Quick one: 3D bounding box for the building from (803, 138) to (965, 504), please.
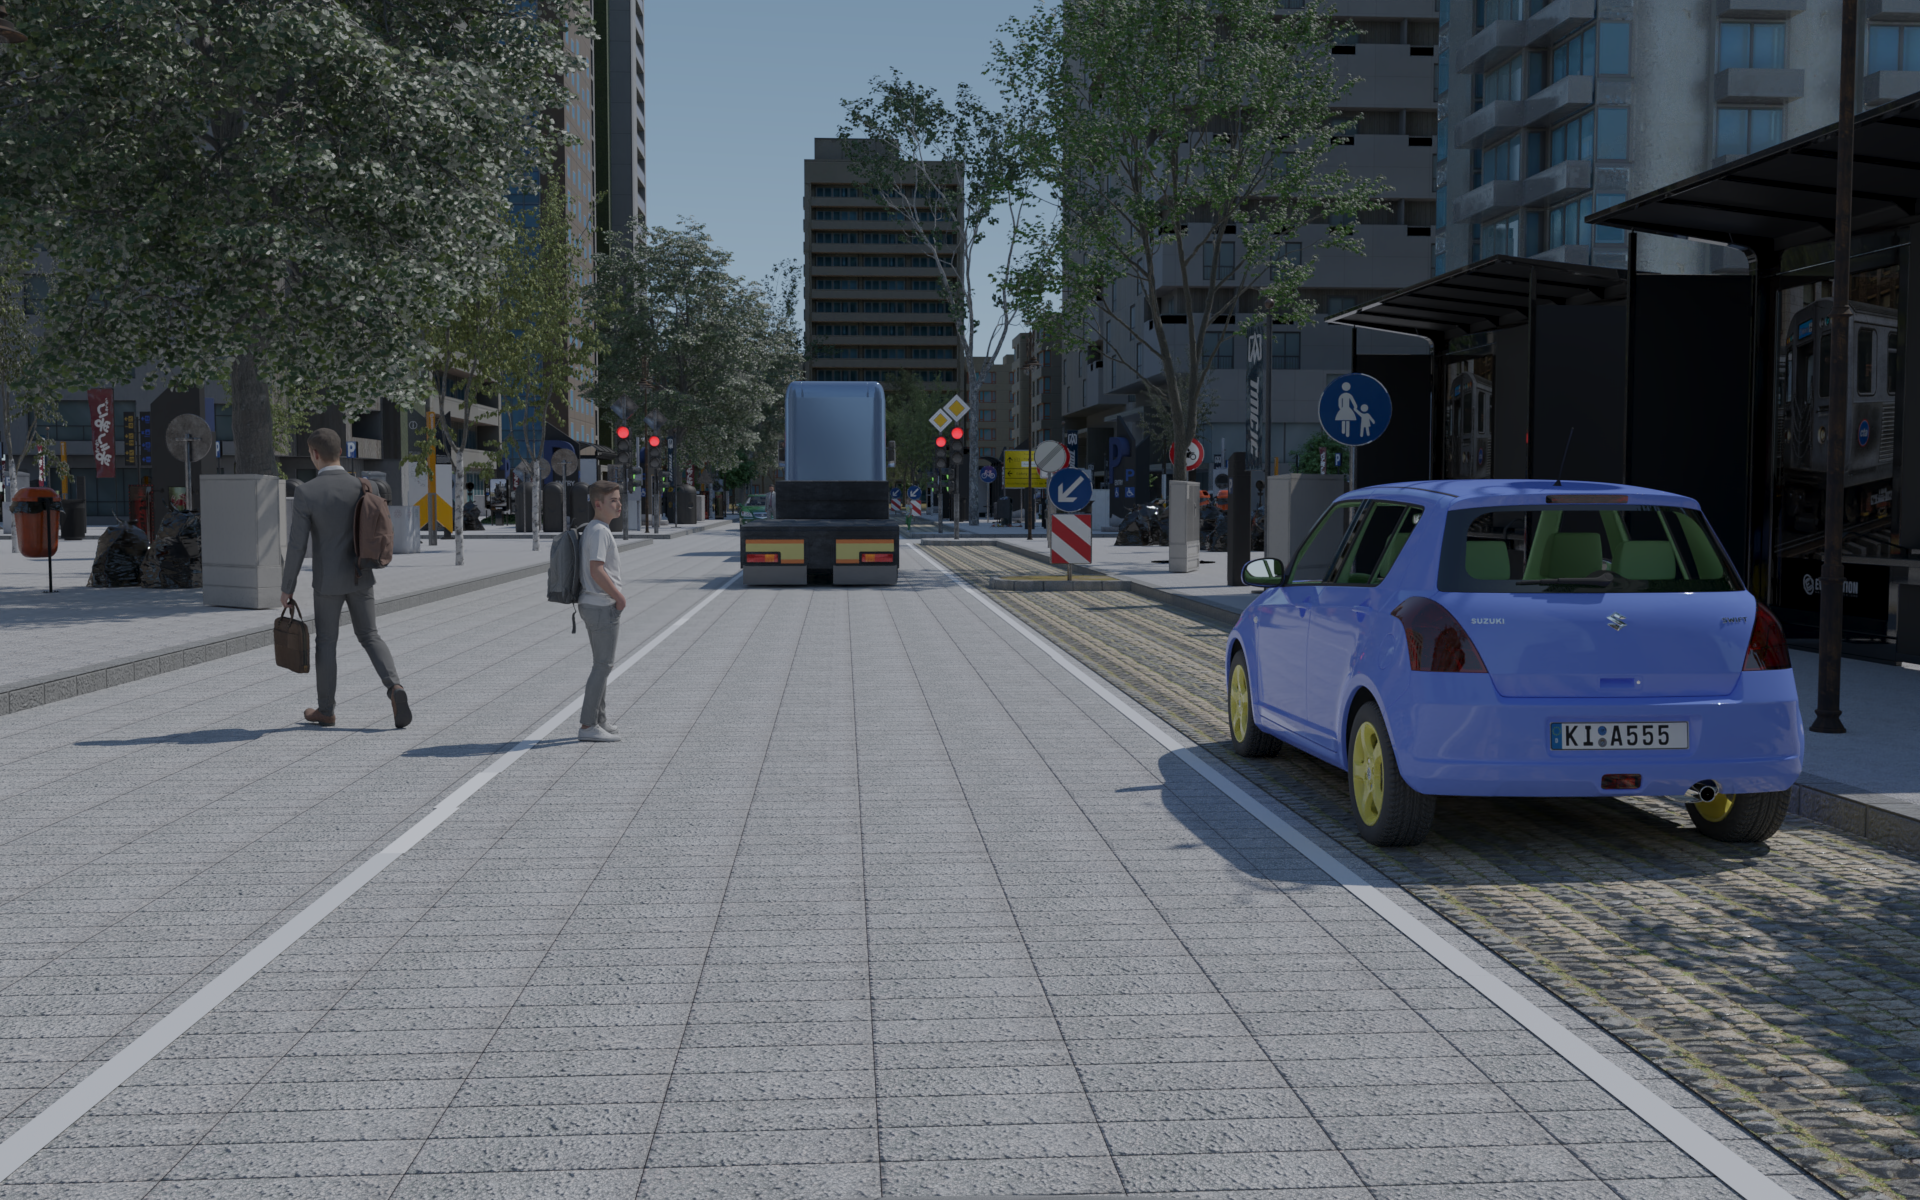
[{"bbox_3d":[-10.644,-37.631,238.974,21.600,48.544,21.300,0,4,-4],"label":"building"}]

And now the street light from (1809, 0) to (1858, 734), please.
[{"bbox_3d":[4.689,-2.226,9.179,0.468,5.910,1.993,0,4,-4],"label":"street light"}]

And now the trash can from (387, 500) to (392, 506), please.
[{"bbox_3d":[-13.383,-1.711,39.633,0.748,1.137,0.748,0,3,0],"label":"trash can"}]

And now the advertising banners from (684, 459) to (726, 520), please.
[{"bbox_3d":[-12.840,-5.562,87.122,2.074,3.025,0.090,0,4,1],"label":"advertising banners"}]

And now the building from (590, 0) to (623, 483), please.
[{"bbox_3d":[-41.048,-43.724,153.135,20.563,71.187,20.611,0,4,-4],"label":"building"}]

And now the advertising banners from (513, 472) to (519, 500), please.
[{"bbox_3d":[-32.398,-7.793,123.605,2.074,3.025,0.090,0,4,3],"label":"advertising banners"}]

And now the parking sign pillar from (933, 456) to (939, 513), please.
[{"bbox_3d":[-1.542,-7.898,117.606,1.447,3.967,1.447,1,4,8],"label":"parking sign pillar"}]

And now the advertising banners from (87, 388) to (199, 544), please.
[{"bbox_3d":[-13.396,-1.969,28.388,2.074,3.025,0.090,1,4,15],"label":"advertising banners"}]

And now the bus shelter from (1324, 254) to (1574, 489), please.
[{"bbox_3d":[5.907,-1.765,20.144,1.731,3.624,6.357,0,4,-4],"label":"bus shelter"}]

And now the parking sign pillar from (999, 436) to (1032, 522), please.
[{"bbox_3d":[2.787,-5.643,80.742,1.447,3.967,1.447,2,4,27],"label":"parking sign pillar"}]

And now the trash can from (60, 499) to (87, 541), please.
[{"bbox_3d":[-24.532,-2.215,47.875,0.748,1.137,0.748,0,3,0],"label":"trash can"}]

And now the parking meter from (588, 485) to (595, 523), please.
[{"bbox_3d":[-9.115,-2.135,43.313,0.372,1.533,0.369,0,3,0],"label":"parking meter"}]

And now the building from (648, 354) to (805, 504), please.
[{"bbox_3d":[-36.033,-24.217,240.994,28.899,21.520,27.650,0,4,-4],"label":"building"}]

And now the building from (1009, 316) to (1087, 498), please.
[{"bbox_3d":[20.587,-20.542,180.894,27.650,21.520,28.899,0,4,-4],"label":"building"}]

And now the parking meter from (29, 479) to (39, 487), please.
[{"bbox_3d":[-36.568,-3.831,68.356,0.399,1.863,0.255,0,4,0],"label":"parking meter"}]

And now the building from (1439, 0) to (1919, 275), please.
[{"bbox_3d":[38.455,-28.265,81.749,30.456,49.044,23.786,0,4,-4],"label":"building"}]

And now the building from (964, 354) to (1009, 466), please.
[{"bbox_3d":[14.308,-24.464,245.027,28.899,21.520,27.650,0,4,-4],"label":"building"}]

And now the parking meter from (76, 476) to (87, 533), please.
[{"bbox_3d":[-28.705,-3.112,56.586,0.255,1.863,0.399,-2,4,-28],"label":"parking meter"}]

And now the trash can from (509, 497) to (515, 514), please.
[{"bbox_3d":[-20.503,-4.187,80.106,0.748,1.137,0.748,0,3,0],"label":"trash can"}]

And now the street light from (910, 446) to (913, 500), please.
[{"bbox_3d":[-3.712,-9.710,131.545,0.468,5.910,1.993,0,4,-4],"label":"street light"}]

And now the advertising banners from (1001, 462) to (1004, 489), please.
[{"bbox_3d":[2.927,-6.057,95.213,2.074,3.025,0.090,-3,5,-44],"label":"advertising banners"}]

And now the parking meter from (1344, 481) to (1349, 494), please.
[{"bbox_3d":[6.409,-1.263,29.056,0.372,1.533,0.369,0,3,0],"label":"parking meter"}]

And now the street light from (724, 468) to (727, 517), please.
[{"bbox_3d":[-13.048,-7.541,96.076,0.468,5.910,1.993,0,4,-4],"label":"street light"}]

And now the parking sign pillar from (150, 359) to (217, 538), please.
[{"bbox_3d":[-15.650,-2.842,34.934,1.447,3.967,1.447,1,4,21],"label":"parking sign pillar"}]

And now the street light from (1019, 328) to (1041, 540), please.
[{"bbox_3d":[1.953,-4.618,48.295,0.468,5.910,1.993,0,4,-4],"label":"street light"}]

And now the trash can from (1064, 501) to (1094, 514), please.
[{"bbox_3d":[2.628,-1.642,38.498,0.748,1.137,0.748,0,3,0],"label":"trash can"}]

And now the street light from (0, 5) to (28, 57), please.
[{"bbox_3d":[-7.395,-2.444,12.741,0.468,5.910,1.993,0,4,-4],"label":"street light"}]

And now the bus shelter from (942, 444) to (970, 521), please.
[{"bbox_3d":[-0.200,-5.681,84.162,1.731,3.624,6.357,0,4,-4],"label":"bus shelter"}]

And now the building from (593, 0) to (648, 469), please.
[{"bbox_3d":[-47.176,-39.009,179.803,28.212,58.520,21.231,0,4,-4],"label":"building"}]

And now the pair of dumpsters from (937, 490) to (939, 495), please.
[{"bbox_3d":[-0.501,-6.455,108.037,1.574,2.255,4.437,0,4,-4],"label":"pair of dumpsters"}]

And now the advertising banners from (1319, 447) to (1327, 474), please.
[{"bbox_3d":[13.966,-4.198,64.817,0.090,3.025,2.074,3,5,44],"label":"advertising banners"}]

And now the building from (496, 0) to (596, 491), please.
[{"bbox_3d":[-36.870,-29.730,136.193,14.600,45.320,14.200,0,4,-4],"label":"building"}]

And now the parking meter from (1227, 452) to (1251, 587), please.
[{"bbox_3d":[3.895,-1.129,24.169,0.255,1.863,0.399,0,4,-5],"label":"parking meter"}]

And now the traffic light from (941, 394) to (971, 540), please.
[{"bbox_3d":[-0.116,-3.663,48.818,0.839,4.253,0.868,0,4,-4],"label":"traffic light"}]

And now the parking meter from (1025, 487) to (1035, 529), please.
[{"bbox_3d":[2.539,-3.341,63.042,0.372,1.533,0.369,0,3,0],"label":"parking meter"}]

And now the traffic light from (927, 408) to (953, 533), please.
[{"bbox_3d":[-0.658,-4.151,56.784,0.839,4.253,0.868,0,4,-4],"label":"traffic light"}]

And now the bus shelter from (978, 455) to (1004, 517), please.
[{"bbox_3d":[1.197,-6.084,93.405,2.014,3.302,5.546,0,4,-4],"label":"bus shelter"}]

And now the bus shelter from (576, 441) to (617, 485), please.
[{"bbox_3d":[-14.709,-4.550,68.319,2.014,3.302,5.546,0,4,-4],"label":"bus shelter"}]

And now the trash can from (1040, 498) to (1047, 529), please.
[{"bbox_3d":[3.314,-3.201,63.988,0.748,1.137,0.748,0,3,0],"label":"trash can"}]

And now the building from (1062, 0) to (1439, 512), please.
[{"bbox_3d":[23.916,-34.413,151.895,28.713,52.752,27.495,0,4,-4],"label":"building"}]

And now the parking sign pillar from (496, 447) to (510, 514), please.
[{"bbox_3d":[-24.252,-6.331,91.992,1.447,3.967,1.447,0,4,-1],"label":"parking sign pillar"}]

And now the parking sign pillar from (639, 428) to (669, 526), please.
[{"bbox_3d":[-12.633,-5.023,70.592,1.447,3.967,1.447,1,4,14],"label":"parking sign pillar"}]

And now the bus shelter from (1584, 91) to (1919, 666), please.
[{"bbox_3d":[6.346,-1.253,11.768,1.731,3.624,6.357,0,4,-4],"label":"bus shelter"}]

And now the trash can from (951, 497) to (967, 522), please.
[{"bbox_3d":[-0.066,-4.678,88.146,0.748,1.137,0.748,0,3,0],"label":"trash can"}]

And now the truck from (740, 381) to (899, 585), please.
[{"bbox_3d":[-2.658,-2.806,35.632,2.967,4.110,18.799,0,4,-3],"label":"truck"}]

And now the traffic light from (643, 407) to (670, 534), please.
[{"bbox_3d":[-9.847,-4.112,56.145,0.839,4.253,0.868,0,4,-4],"label":"traffic light"}]

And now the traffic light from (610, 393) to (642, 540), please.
[{"bbox_3d":[-9.304,-3.624,48.178,0.839,4.253,0.868,0,4,-4],"label":"traffic light"}]

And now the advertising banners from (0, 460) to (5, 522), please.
[{"bbox_3d":[-49.079,-5.726,89.808,0.090,3.025,2.074,0,4,5],"label":"advertising banners"}]

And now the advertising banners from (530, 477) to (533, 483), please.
[{"bbox_3d":[-30.018,-7.850,124.531,0.090,3.025,2.074,3,4,36],"label":"advertising banners"}]

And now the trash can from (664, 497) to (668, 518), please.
[{"bbox_3d":[-15.548,-4.979,93.065,0.748,1.137,0.748,0,3,0],"label":"trash can"}]

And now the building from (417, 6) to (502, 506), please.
[{"bbox_3d":[-41.897,-29.651,108.488,21.300,48.544,21.600,0,4,-4],"label":"building"}]

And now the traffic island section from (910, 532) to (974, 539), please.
[{"bbox_3d":[-0.618,-2.117,56.901,2.009,0.180,2.903,0,4,-4],"label":"traffic island section"}]

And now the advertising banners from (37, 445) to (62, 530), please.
[{"bbox_3d":[-32.319,-3.992,61.462,0.090,3.025,2.074,0,4,-8],"label":"advertising banners"}]

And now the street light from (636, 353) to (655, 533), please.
[{"bbox_3d":[-10.315,-5.146,56.924,0.468,5.910,1.993,0,4,-4],"label":"street light"}]

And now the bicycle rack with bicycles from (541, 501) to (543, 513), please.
[{"bbox_3d":[-23.764,-5.311,100.209,2.925,0.926,2.852,1,4,14],"label":"bicycle rack with bicycles"}]

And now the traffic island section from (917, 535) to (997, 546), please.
[{"bbox_3d":[-0.075,-1.630,48.934,2.009,0.180,2.903,0,4,-4],"label":"traffic island section"}]

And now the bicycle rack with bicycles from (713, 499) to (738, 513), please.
[{"bbox_3d":[-16.099,-6.527,120.091,2.852,0.926,2.925,1,4,16],"label":"bicycle rack with bicycles"}]

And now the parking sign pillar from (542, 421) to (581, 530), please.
[{"bbox_3d":[-14.401,-4.533,62.585,1.447,3.967,1.447,0,4,-2],"label":"parking sign pillar"}]

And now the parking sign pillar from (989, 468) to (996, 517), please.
[{"bbox_3d":[2.251,-6.682,97.721,1.447,3.967,1.447,1,4,16],"label":"parking sign pillar"}]

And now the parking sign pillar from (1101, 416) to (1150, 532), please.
[{"bbox_3d":[5.518,-4.304,58.847,1.447,3.967,1.447,-1,4,-18],"label":"parking sign pillar"}]
